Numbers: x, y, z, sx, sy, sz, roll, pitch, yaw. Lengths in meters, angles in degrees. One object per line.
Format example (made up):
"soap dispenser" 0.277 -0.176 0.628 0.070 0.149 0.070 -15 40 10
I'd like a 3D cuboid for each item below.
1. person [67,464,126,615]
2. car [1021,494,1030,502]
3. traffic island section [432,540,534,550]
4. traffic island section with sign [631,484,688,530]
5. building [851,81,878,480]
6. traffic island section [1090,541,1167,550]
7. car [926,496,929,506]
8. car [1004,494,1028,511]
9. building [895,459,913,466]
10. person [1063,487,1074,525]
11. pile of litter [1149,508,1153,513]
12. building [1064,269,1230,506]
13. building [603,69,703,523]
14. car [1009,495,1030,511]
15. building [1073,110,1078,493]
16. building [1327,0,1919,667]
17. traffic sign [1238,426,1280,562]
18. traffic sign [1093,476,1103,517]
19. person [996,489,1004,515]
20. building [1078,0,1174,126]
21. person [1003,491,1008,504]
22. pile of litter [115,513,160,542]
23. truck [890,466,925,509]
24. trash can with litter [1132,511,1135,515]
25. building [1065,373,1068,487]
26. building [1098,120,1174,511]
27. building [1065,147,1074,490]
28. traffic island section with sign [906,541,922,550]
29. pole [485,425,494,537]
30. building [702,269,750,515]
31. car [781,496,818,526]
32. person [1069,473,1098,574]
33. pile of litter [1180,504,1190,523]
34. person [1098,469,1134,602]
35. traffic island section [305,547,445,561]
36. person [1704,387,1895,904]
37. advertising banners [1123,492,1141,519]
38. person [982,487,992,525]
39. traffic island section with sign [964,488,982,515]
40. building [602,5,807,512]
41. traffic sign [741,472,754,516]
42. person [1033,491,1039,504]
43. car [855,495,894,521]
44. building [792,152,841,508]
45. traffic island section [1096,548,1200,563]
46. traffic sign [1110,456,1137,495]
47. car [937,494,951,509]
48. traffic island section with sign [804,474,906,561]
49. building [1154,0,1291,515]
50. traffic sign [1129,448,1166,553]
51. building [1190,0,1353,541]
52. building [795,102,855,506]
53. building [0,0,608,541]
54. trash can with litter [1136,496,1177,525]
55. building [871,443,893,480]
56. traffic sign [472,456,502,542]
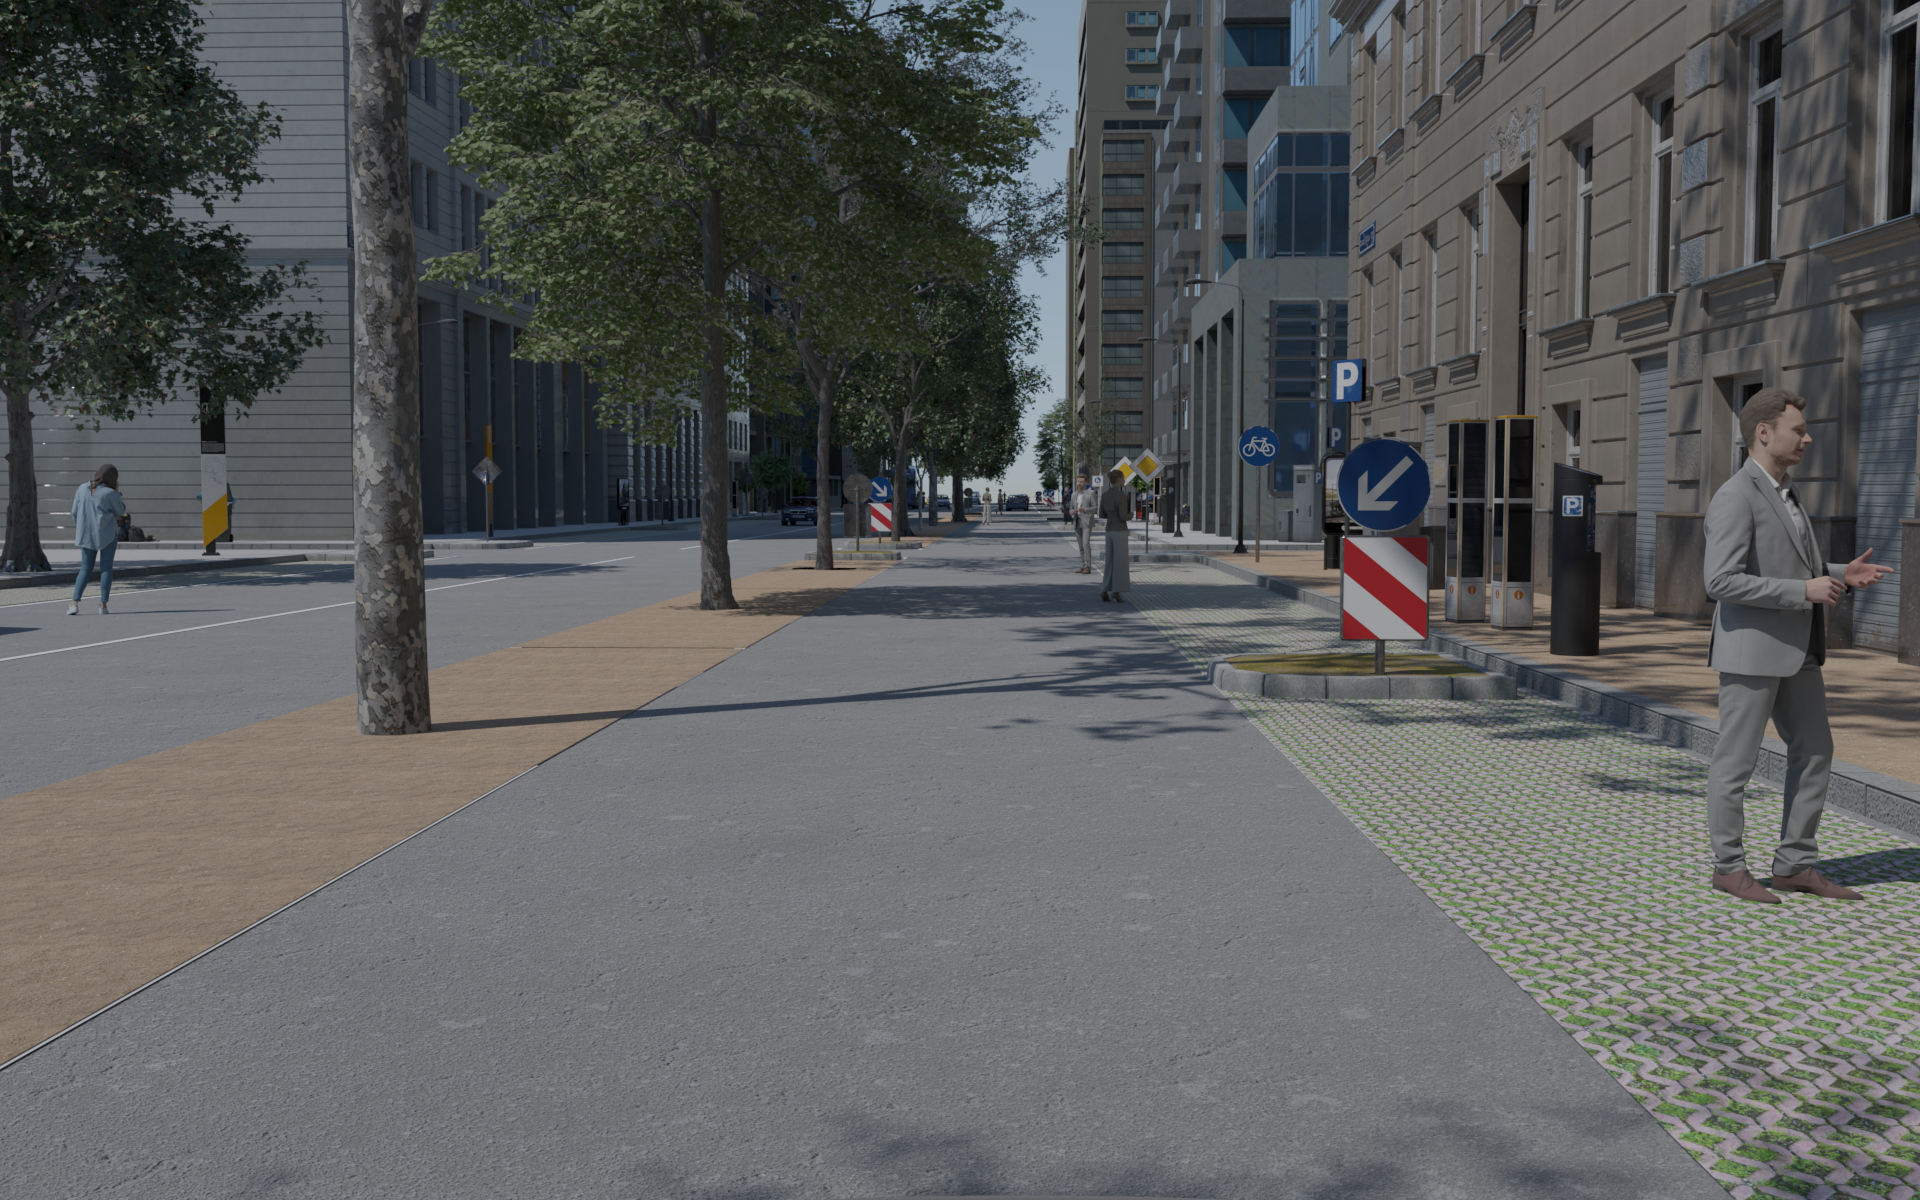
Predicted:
"person" -10.288 -0.724 20.599 0.793 1.790 0.793 -2 4 -34
"car" 8.043 -13.137 223.823 2.155 1.783 4.494 0 4 1
"traffic island section" -12.624 -1.463 46.206 2.009 0.180 2.903 0 4 2
"traffic island section with sign" -11.851 -3.671 68.653 1.989 1.847 2.006 0 4 2
"building" -24.130 -38.577 219.969 28.713 52.752 27.495 0 4 2
"traffic island section" 4.357 -1.427 45.613 2.009 0.180 2.903 0 4 2
"car" -3.189 -12.358 212.272 2.015 1.641 3.980 0 4 2
"car" 4.714 -8.123 144.819 2.014 1.417 4.499 0 4 3
"building" -14.864 -36.007 272.315 14.154 41.232 14.086 0 4 2
"person" 4.968 -4.344 79.944 0.534 1.772 0.576 -3 5 -40
"pile of litter" 12.748 -6.274 116.553 1.719 0.858 1.176 1 4 12
"building" 27.331 -58.087 262.397 22.319 86.520 31.000 0 4 2
"building" -19.276 -15.748 86.362 11.050 23.489 19.941 0 4 2
"car" 5.059 -8.359 149.250 1.945 1.354 3.894 0 4 1
"building" 19.287 -30.821 187.518 14.154 41.232 14.086 0 4 2
"building" 13.136 -13.798 22.856 12.463 27.353 25.104 0 4 2
"traffic sign" 5.586 -1.978 32.440 0.768 2.556 0.104 0 4 5
"traffic sign" 7.772 -5.848 97.752 0.606 2.300 0.079 0 4 5
"person" 2.718 -6.728 118.722 0.641 1.798 0.478 -1 4 -12
"building" 21.499 -32.471 154.598 21.300 48.544 21.600 0 4 2
"person" 6.475 -14.776 250.107 0.705 1.821 1.348 3 5 43
"pile of litter" -22.428 -1.989 46.480 1.719 0.858 1.176 1 4 9
"truck" -5.096 -11.064 170.647 2.967 4.110 18.799 0 4 2
"trash can with litter" 9.968 -5.584 102.690 0.624 1.170 1.055 -3 4 -36
"building" 25.376 -37.489 236.639 21.300 48.544 21.600 0 4 2
"building" 17.927 -22.329 136.776 14.160 30.474 14.107 0 4 2
"building" 20.440 -34.761 218.458 14.600 45.320 14.200 0 4 2
"traffic island section with sign" -2.048 -2.285 45.496 2.006 1.907 1.989 0 4 2
"pole" -13.973 -3.519 51.386 0.158 3.312 0.155 0 3 0
"building" -19.272 -15.296 104.835 10.420 20.320 16.860 0 4 2
"car" -7.135 -4.091 79.466 1.945 1.354 3.894 0 4 3
"person" 2.168 -1.376 31.193 0.606 1.804 0.583 2 4 35
"pile of litter" 10.329 -3.853 76.954 1.176 0.858 1.719 3 4 36
"person" 2.096 -0.848 22.921 0.362 1.759 0.519 -2 4 -35
"traffic island section" -12.901 -0.975 38.226 2.009 0.180 2.903 0 4 2
"person" 2.896 0.163 6.038 0.583 1.804 0.606 3 5 44
"advertising banners" 9.109 -5.597 87.694 2.074 3.025 0.090 -1 4 -18
"person" 1.285 -4.331 79.863 0.519 1.759 0.362 2 4 34
"traffic island section with sign" 0.551 -6.878 120.589 2.006 1.907 1.989 0 4 2
"building" -24.084 -29.459 136.274 22.147 44.769 28.867 0 4 2
"traffic sign" -12.412 -6.167 100.936 0.768 2.556 0.104 0 4 6
"person" 10.370 -13.647 231.557 1.348 1.831 0.705 3 4 38
"car" -3.443 -3.695 72.420 2.014 1.417 4.499 0 4 2
"building" -27.987 -28.832 163.286 32.217 40.220 23.993 0 4 2
"traffic island section" 4.080 -0.939 37.633 2.009 0.180 2.903 0 4 2
"traffic sign" 4.334 -2.562 45.537 0.795 2.450 0.064 0 4 2
"car" -1.819 -9.473 166.892 2.014 1.417 4.499 0 3 0
"traffic island section with sign" -2.315 -1.832 38.093 2.006 1.907 1.989 0 4 2
"building" 22.833 -29.251 97.860 23.786 49.044 30.456 0 4 2
"traffic sign" 4.056 -2.074 37.557 0.795 2.450 0.064 0 4 2
"building" 23.492 -45.448 55.747 31.000 86.520 22.319 0 4 2
"building" -18.688 -32.550 182.300 14.600 45.320 14.200 0 4 2
"building" -21.484 -17.365 61.405 11.434 29.767 29.804 0 4 2
"trash can with litter" 8.184 -3.698 71.514 1.678 1.210 2.233 0 4 1
"building" -19.978 -38.487 248.877 23.786 49.044 30.456 0 4 2
"traffic sign" -12.600 -2.599 46.143 0.795 2.450 0.064 0 4 2
